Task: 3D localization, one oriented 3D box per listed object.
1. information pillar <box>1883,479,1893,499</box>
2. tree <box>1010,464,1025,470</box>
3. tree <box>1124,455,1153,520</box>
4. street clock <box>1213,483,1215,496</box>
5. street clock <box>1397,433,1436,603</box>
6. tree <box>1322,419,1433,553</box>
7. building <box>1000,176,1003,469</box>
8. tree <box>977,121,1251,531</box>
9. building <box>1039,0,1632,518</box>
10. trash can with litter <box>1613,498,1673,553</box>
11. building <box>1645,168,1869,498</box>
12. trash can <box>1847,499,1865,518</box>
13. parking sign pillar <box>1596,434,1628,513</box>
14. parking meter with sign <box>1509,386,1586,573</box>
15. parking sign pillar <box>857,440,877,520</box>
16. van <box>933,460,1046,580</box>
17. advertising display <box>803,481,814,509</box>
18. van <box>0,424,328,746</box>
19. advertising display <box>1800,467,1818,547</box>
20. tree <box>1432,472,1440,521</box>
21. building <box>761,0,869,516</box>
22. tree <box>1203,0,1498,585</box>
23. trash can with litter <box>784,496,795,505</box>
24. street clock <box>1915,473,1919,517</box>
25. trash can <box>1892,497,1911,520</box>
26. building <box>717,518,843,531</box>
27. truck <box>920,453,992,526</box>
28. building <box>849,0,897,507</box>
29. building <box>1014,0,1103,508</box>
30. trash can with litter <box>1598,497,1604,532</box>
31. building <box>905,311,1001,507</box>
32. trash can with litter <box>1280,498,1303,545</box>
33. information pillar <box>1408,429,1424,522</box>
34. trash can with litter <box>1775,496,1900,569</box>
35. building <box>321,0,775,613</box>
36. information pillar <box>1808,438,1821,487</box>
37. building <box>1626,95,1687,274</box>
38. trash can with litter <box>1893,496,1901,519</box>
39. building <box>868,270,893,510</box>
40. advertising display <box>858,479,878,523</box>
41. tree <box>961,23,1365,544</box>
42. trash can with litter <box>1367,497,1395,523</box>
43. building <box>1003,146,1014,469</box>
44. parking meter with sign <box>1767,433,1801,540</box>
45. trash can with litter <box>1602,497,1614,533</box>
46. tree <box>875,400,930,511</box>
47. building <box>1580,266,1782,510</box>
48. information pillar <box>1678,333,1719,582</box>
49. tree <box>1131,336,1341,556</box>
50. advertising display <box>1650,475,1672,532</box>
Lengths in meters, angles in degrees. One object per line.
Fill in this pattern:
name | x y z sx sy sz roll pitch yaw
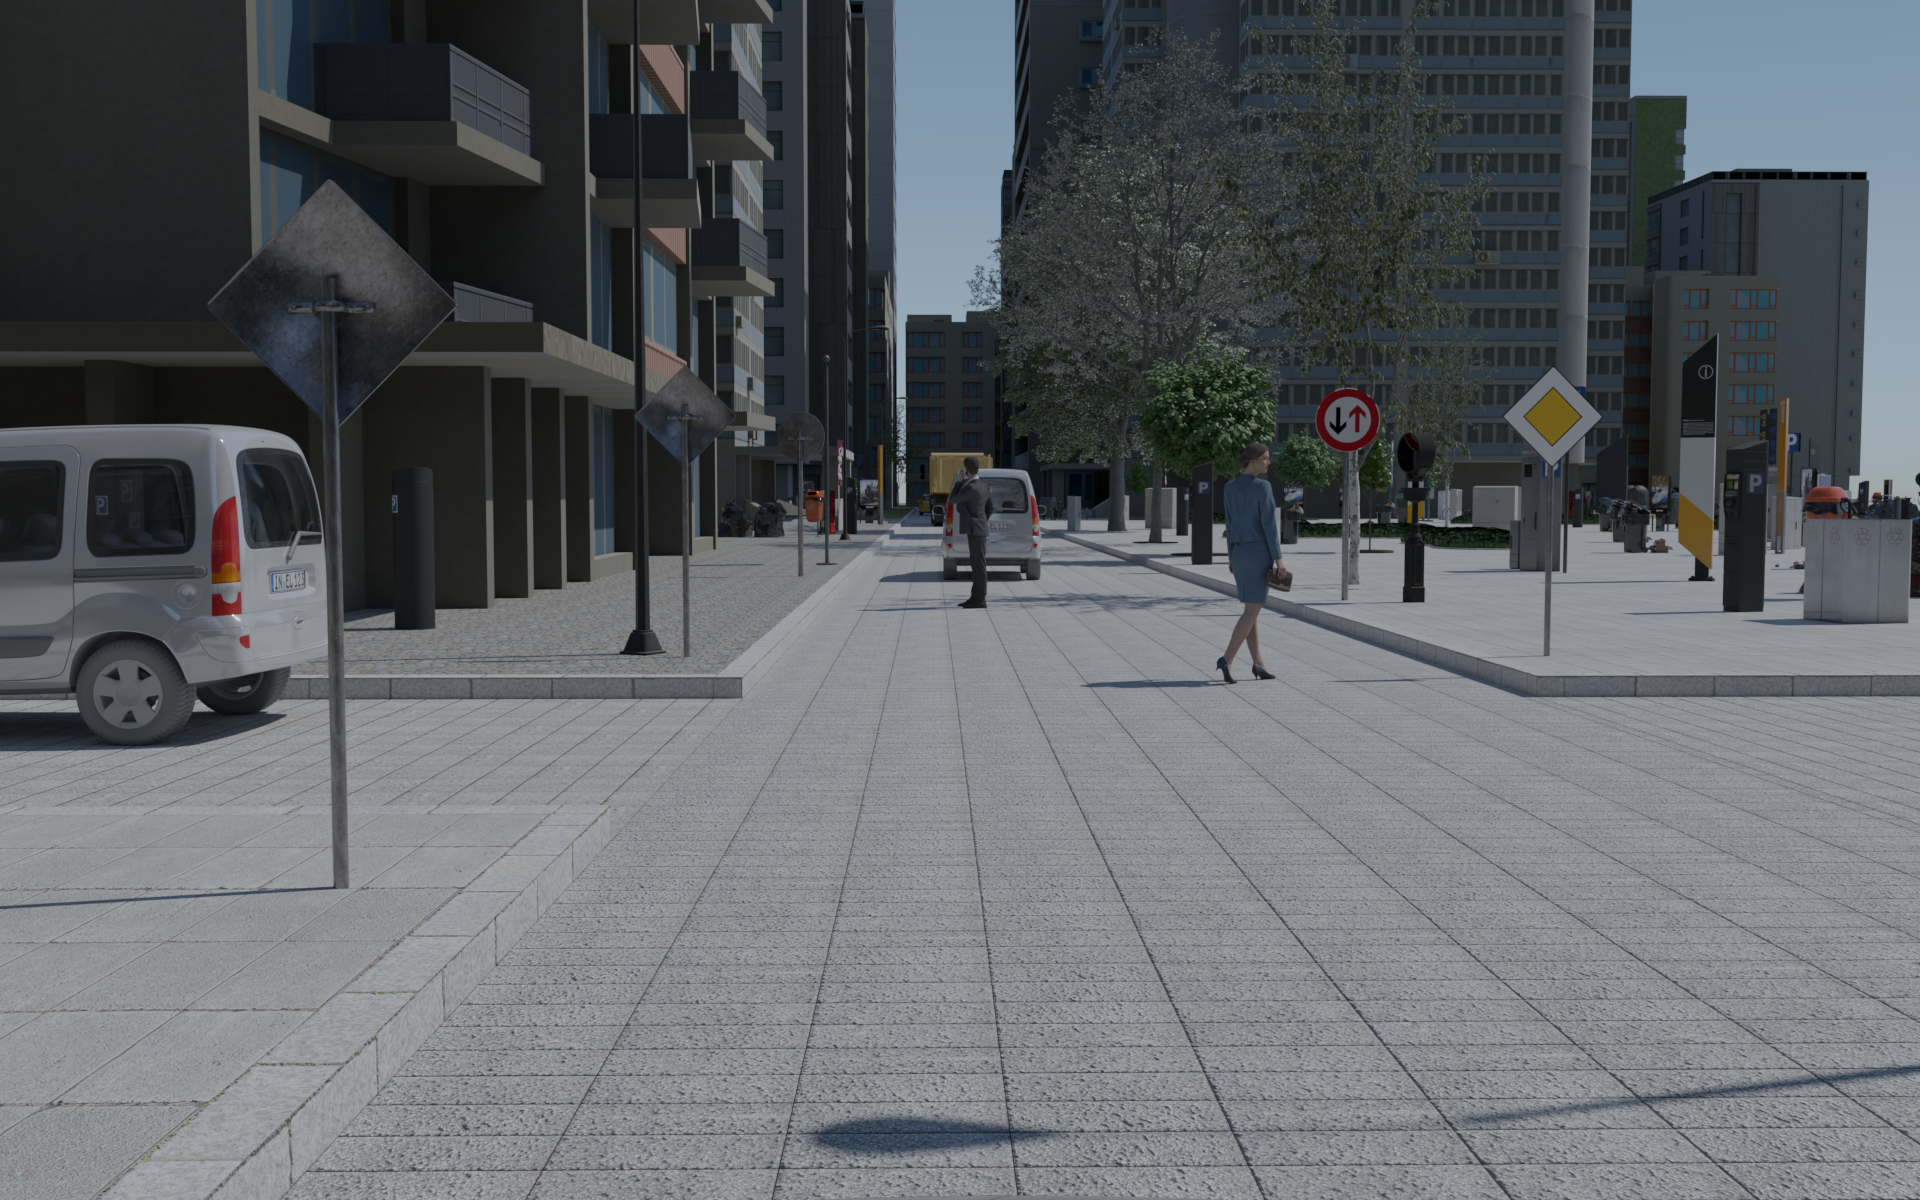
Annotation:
information pillar | 46.124 -4.992 86.114 0.304 2.012 0.304 -2 4 -35
tree | 3.634 -7.084 110.431 1.663 3.219 1.824 0 3 0
tree | 8.781 -5.615 86.413 1.663 3.219 1.824 0 3 0
street clock | 11.524 -4.581 79.476 0.358 2.002 0.471 1 4 20
street clock | 5.381 -0.973 20.480 0.358 2.002 0.471 -1 4 -19
tree | 9.048 -2.652 37.966 1.663 3.219 1.824 0 3 0
building | 10.612 -23.560 156.901 14.160 30.474 14.107 0 4 -1
tree | 5.350 -9.371 59.875 9.857 13.997 8.962 0 3 0
building | 21.175 -25.051 101.457 32.217 40.220 23.993 0 4 -1
trash can with litter | 14.979 -1.618 37.843 1.055 1.170 0.624 0 3 0
building | 71.799 -23.598 157.531 14.107 30.474 14.160 0 4 -1
trash can | 27.152 -2.513 52.747 0.748 1.137 0.748 0 3 0
parking sign pillar | 29.410 -5.483 78.120 1.447 3.967 1.447 2 4 27
parking meter with sign | 9.702 -1.993 28.841 0.543 3.016 1.738 -1 4 -8
parking sign pillar | -4.723 -5.937 85.542 1.447 3.967 1.447 1 4 9
van | 0.527 -1.423 30.277 2.013 2.044 4.112 0 4 0
advertising display | -7.673 -4.971 86.494 0.974 1.923 0.123 3 5 40
van | -6.061 -0.219 10.591 4.112 2.044 2.013 0 4 1
advertising display | 20.616 -2.256 42.099 0.123 1.923 0.974 1 4 11
tree | 21.901 -5.328 81.712 1.663 3.219 1.824 0 3 0
building | -12.361 -19.878 96.701 14.160 30.474 14.107 0 4 -1
tree | 5.514 -4.510 24.097 4.360 8.622 3.978 0 3 0
trash can with litter | -8.490 -4.429 83.805 1.055 1.170 0.624 2 4 23
street clock | 31.352 -3.168 56.361 0.471 2.002 0.358 0 4 1
trash can | 39.424 -3.721 72.493 0.748 1.137 0.748 0 3 0
building | -20.516 -22.915 66.548 32.217 40.220 23.993 0 4 -1
truck | -0.064 -5.165 80.365 3.469 3.379 9.791 0 4 -2
building | -20.763 -39.174 182.499 28.212 58.520 21.231 0 4 -1
building | 15.044 -30.614 124.238 21.300 48.544 21.600 0 4 -1
trash can with litter | 22.016 -2.877 58.419 0.624 1.170 1.055 -1 4 -15
building | 8.743 -20.963 187.790 28.899 21.520 27.650 0 4 -1
trash can with litter | 8.156 -1.999 44.077 1.055 1.170 0.624 0 4 -7
information pillar | 14.576 -3.919 55.434 0.504 3.616 0.183 1 4 10
trash can with litter | 15.026 -1.154 29.918 1.678 1.210 2.233 3 4 37
building | -15.109 -22.982 30.382 22.147 44.769 28.867 0 4 -1
information pillar | 36.000 -4.997 73.051 0.504 3.616 0.183 0 4 -8
building | 65.717 -30.437 181.238 14.086 41.232 14.154 0 4 -1
trash can with litter | 35.250 -3.332 65.529 1.678 1.210 2.233 3 5 39
building | -20.594 -18.690 150.622 28.899 21.520 27.650 0 4 -1
advertising display | -3.966 -4.309 75.663 0.974 1.923 0.123 -2 4 -28
tree | 5.226 -8.217 44.720 12.009 13.543 11.850 0 3 0
trash can with litter | 15.345 -3.186 63.477 1.055 1.170 0.624 -1 4 -15
building | 11.187 -22.699 142.828 14.160 30.474 14.107 0 4 -1
parking meter with sign | 22.866 -3.226 49.012 1.738 3.016 0.543 -1 4 -19
trash can with litter | 17.771 -2.115 45.962 1.055 1.170 0.624 0 4 -8
tree | -4.651 -11.222 133.846 4.737 8.622 4.395 0 3 0
building | 50.262 -18.708 150.915 28.899 21.520 27.650 0 4 -1
information pillar | 10.874 -2.088 25.491 0.504 3.616 0.183 2 4 33
tree | 5.192 -3.215 36.287 4.285 4.588 4.351 0 3 0
advertising display | 24.023 -3.313 59.373 0.123 1.923 0.974 -1 4 -13
